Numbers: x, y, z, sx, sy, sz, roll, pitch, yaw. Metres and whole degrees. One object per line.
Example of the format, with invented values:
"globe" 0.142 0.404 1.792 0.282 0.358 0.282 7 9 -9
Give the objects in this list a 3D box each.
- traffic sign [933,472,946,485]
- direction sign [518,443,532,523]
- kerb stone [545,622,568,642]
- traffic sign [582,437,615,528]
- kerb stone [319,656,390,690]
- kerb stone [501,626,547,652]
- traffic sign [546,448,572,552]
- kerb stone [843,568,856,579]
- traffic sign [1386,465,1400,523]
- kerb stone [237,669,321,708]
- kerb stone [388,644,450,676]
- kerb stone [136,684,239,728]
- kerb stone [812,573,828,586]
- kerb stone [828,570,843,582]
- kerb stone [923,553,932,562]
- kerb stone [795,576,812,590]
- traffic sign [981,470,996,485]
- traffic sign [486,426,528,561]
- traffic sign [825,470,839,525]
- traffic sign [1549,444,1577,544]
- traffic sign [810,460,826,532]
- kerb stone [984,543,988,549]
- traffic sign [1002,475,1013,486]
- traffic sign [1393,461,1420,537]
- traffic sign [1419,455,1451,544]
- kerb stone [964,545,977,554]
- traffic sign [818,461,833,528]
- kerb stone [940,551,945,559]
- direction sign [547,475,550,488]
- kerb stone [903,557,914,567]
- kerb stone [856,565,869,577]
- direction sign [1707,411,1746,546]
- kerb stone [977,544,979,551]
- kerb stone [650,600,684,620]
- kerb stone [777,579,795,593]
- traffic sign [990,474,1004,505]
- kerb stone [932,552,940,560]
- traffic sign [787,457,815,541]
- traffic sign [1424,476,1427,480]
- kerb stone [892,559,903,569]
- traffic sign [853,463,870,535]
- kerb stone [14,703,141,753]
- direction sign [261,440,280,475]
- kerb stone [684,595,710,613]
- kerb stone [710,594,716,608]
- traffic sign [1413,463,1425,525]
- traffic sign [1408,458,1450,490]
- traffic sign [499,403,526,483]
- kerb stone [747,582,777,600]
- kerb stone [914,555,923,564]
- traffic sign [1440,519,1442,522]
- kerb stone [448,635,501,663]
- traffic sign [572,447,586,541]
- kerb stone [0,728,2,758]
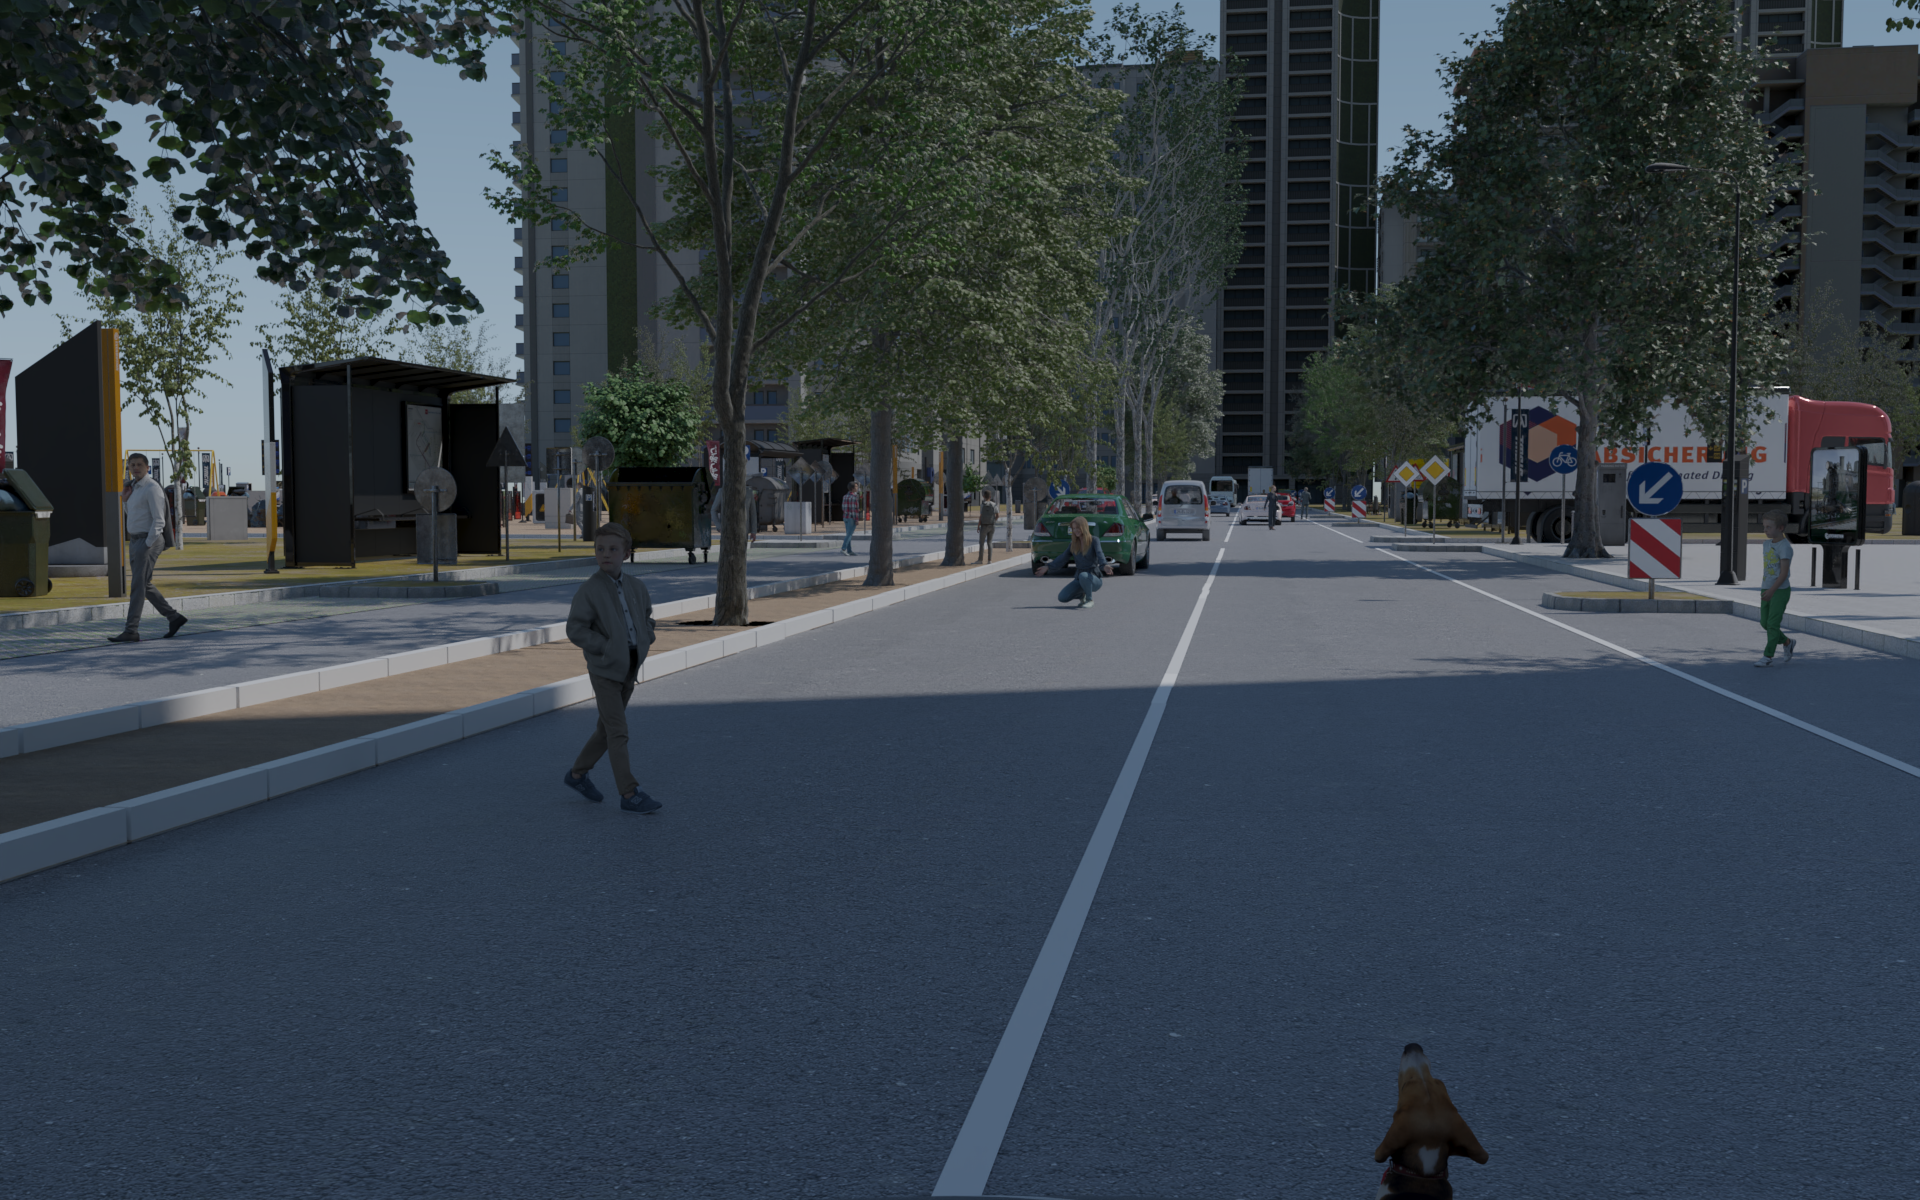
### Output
"traffic sign" -1.139 -5.939 97.201 0.768 2.556 0.104 1 4 19
"direction sign" -19.508 -5.208 77.145 0.876 3.537 0.379 0 4 -2
"kerb stone" -3.946 0.313 17.078 0.120 0.150 1.000 1 4 9
"traffic sign" -8.018 -2.339 38.346 0.768 2.556 0.104 1 4 11
"kerb stone" -4.611 0.564 13.040 0.120 0.150 1.000 1 4 9
"kerb stone" -4.111 0.379 16.069 0.120 0.150 1.000 1 4 9
"traffic sign" -8.839 -2.205 38.174 0.606 2.300 0.079 1 4 13
"kerb stone" -1.958 -0.425 29.187 0.120 0.150 1.000 1 4 9
"traffic sign" 19.482 -4.738 77.470 0.884 2.594 0.081 1 4 16
"kerb stone" -4.774 0.622 12.031 0.120 0.150 1.000 1 4 9
"kerb stone" -4.445 0.500 14.049 0.120 0.150 1.000 1 4 9
"kerb stone" -4.948 0.684 11.019 0.120 0.150 1.000 1 4 9
"kerb stone" -2.285 -0.304 27.169 0.120 0.150 1.000 1 4 9
"kerb stone" -2.126 -0.366 28.179 0.120 0.150 1.000 1 4 9
"kerb stone" -0.791 -0.861 36.266 0.120 0.150 1.000 1 4 9
"kerb stone" -2.454 -0.242 26.160 0.120 0.150 1.000 1 4 9
"traffic sign" 1.548 -5.817 95.108 0.884 2.594 0.081 1 4 10
"traffic sign" -8.719 -2.036 33.301 0.884 2.594 0.081 1 4 16
"traffic sign" -5.364 -4.291 71.336 0.795 2.450 0.064 1 4 12
"traffic sign" 15.484 -2.711 44.427 0.768 2.556 0.104 1 4 11
"traffic sign" -4.933 -3.537 59.012 0.795 2.450 0.064 1 4 15
"kerb stone" 0.545 -1.353 44.367 0.120 0.150 1.000 1 4 9
"traffic sign" 3.087 -6.876 112.527 0.768 2.556 0.104 1 4 10
"traffic sign" 13.411 -2.963 52.092 0.795 2.450 0.064 1 4 9
"traffic sign" 12.112 -2.481 44.213 0.795 2.450 0.064 1 4 9
"kerb stone" 0.215 -1.233 42.347 0.120 0.150 1.000 1 4 9
"traffic sign" -5.222 -4.027 65.950 0.768 2.556 0.104 1 4 16
"kerb stone" -0.448 -0.984 38.286 0.120 0.150 1.000 1 4 9
"direction sign" -31.847 -8.687 134.024 0.379 3.537 0.876 -2 4 -25
"kerb stone" -1.116 -0.731 34.244 0.120 0.150 1.000 1 4 9
"kerb stone" -1.780 -0.484 30.199 0.120 0.150 1.000 1 4 9
"direction sign" 18.999 -3.118 42.981 0.876 3.537 0.379 1 4 20
"kerb stone" 0.387 -1.293 43.355 0.120 0.150 1.000 1 4 9
"kerb stone" -3.448 0.128 20.103 0.120 0.150 1.000 1 4 9
"kerb stone" -2.621 -0.181 25.152 0.120 0.150 1.000 1 4 9
"traffic sign" 2.315 -6.663 108.936 0.884 2.594 0.081 1 4 19
"kerb stone" -0.626 -0.921 37.275 0.120 0.150 1.000 1 4 9
"traffic sign" -4.308 -2.648 46.930 0.795 2.450 0.064 1 4 9
"traffic sign" 26.441 -5.941 97.247 0.768 2.556 0.104 1 4 11
"kerb stone" -1.293 -0.673 33.237 0.120 0.150 1.000 1 4 9
"traffic sign" -3.010 -3.129 54.809 0.795 2.450 0.064 1 4 9
"kerb stone" -5.114 0.746 10.001 0.120 0.150 1.000 1 4 9
"direction sign" -28.655 -4.896 72.048 0.876 3.537 0.379 1 4 17
"kerb stone" -3.284 0.066 21.112 0.120 0.150 1.000 1 4 9
"kerb stone" -3.110 0.007 22.119 0.120 0.150 1.000 1 4 9
"traffic sign" 18.954 -4.414 72.165 0.884 2.594 0.081 1 4 17
"traffic sign" 26.395 -6.346 97.628 2.265 3.308 0.079 1 4 13
"traffic sign" -10.846 -2.763 39.046 2.265 3.308 0.079 1 4 14
"kerb stone" -2.781 -0.118 24.141 0.120 0.150 1.000 1 4 9
"kerb stone" -0.958 -0.791 35.258 0.120 0.150 1.000 1 4 9
"traffic sign" 21.808 -4.791 78.447 0.768 2.556 0.104 1 4 19
"kerb stone" -4.278 0.437 15.057 0.120 0.150 1.000 1 4 9
"traffic sign" -10.528 -2.885 47.275 0.768 2.556 0.104 1 4 15
"kerb stone" -5.287 0.808 8.980 0.120 0.150 1.000 1 4 9
